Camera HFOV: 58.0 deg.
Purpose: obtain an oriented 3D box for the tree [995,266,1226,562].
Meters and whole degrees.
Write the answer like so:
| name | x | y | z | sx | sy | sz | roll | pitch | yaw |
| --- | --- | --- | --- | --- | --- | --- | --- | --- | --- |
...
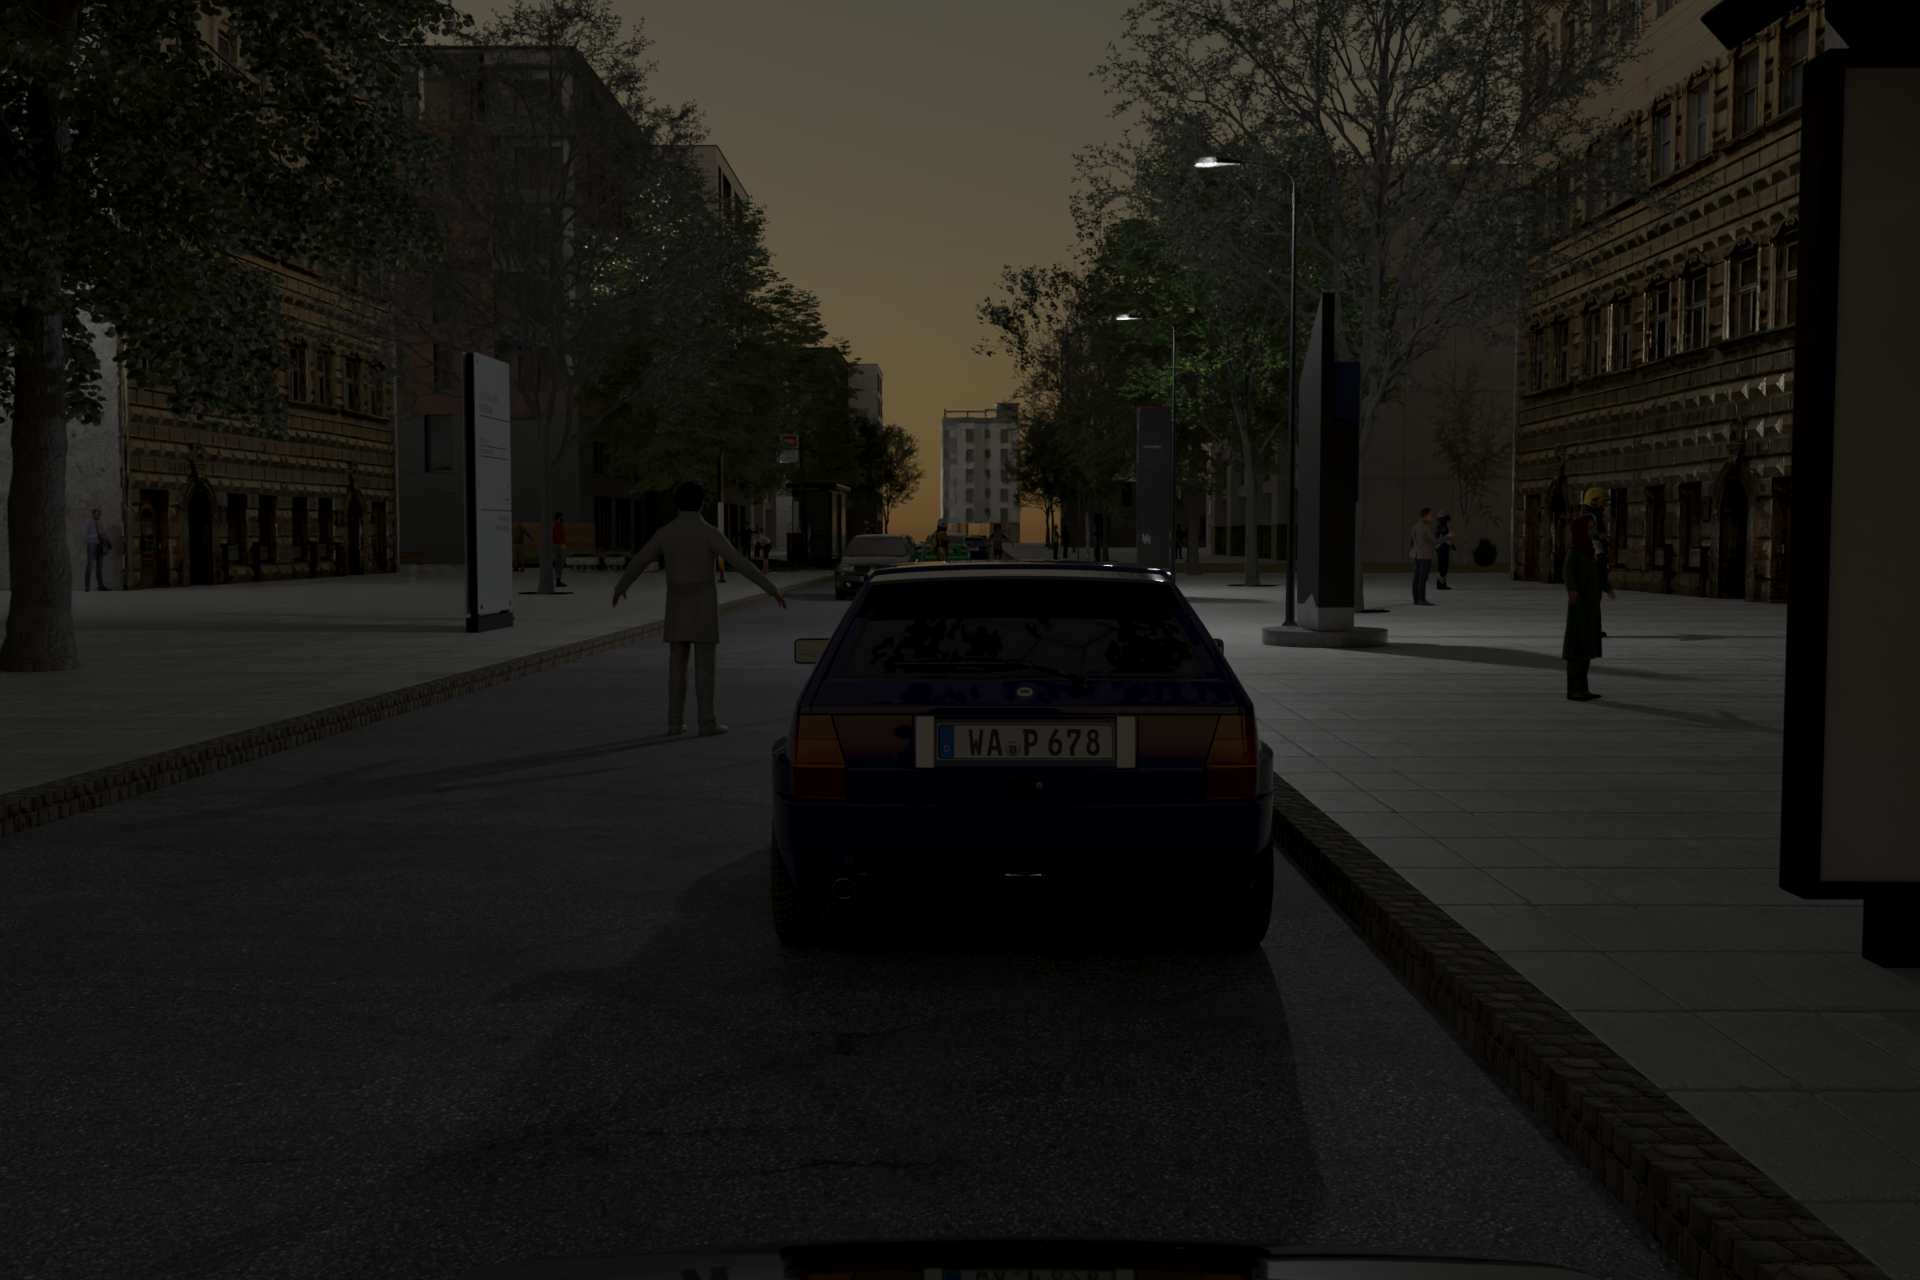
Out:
| name | x | y | z | sx | sy | sz | roll | pitch | yaw |
| --- | --- | --- | --- | --- | --- | --- | --- | --- | --- |
| tree | 6.701 | -10.375 | 80.005 | 12.009 | 13.543 | 11.850 | 0 | 3 | 0 |

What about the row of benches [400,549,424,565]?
| name | x | y | z | sx | sy | sz | roll | pitch | yaw |
| --- | --- | --- | --- | --- | --- | --- | --- | --- | --- |
| row of benches | -23.762 | -3.365 | 70.487 | 4.104 | 0.672 | 1.422 | -3 | 4 | -38 |

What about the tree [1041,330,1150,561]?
| name | x | y | z | sx | sy | sz | roll | pitch | yaw |
| --- | --- | --- | --- | --- | --- | --- | --- | --- | --- |
| tree | 4.770 | -6.863 | 62.577 | 4.737 | 8.622 | 4.395 | 0 | 3 | 0 |

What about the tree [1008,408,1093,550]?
| name | x | y | z | sx | sy | sz | roll | pitch | yaw |
| --- | --- | --- | --- | --- | --- | --- | --- | --- | --- |
| tree | 7.497 | -13.203 | 141.631 | 9.928 | 11.665 | 9.643 | 0 | 3 | 0 |

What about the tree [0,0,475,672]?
| name | x | y | z | sx | sy | sz | roll | pitch | yaw |
| --- | --- | --- | --- | --- | --- | --- | --- | --- | --- |
| tree | -8.765 | -6.694 | 16.095 | 9.857 | 13.997 | 8.962 | 0 | 3 | 0 |

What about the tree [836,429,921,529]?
| name | x | y | z | sx | sy | sz | roll | pitch | yaw |
| --- | --- | --- | --- | --- | --- | --- | --- | --- | --- |
| tree | -7.420 | -12.758 | 143.008 | 8.767 | 10.594 | 7.601 | -1 | 4 | -13 |

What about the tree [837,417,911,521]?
| name | x | y | z | sx | sy | sz | roll | pitch | yaw |
| --- | --- | --- | --- | --- | --- | --- | --- | --- | --- |
| tree | -7.340 | -12.001 | 130.623 | 7.601 | 10.594 | 8.767 | -2 | 4 | -25 |

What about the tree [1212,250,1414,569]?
| name | x | y | z | sx | sy | sz | roll | pitch | yaw |
| --- | --- | --- | --- | --- | --- | --- | --- | --- | --- |
| tree | 12.764 | -8.403 | 63.146 | 9.928 | 11.665 | 9.643 | 0 | 3 | 0 |

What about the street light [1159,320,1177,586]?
| name | x | y | z | sx | sy | sz | roll | pitch | yaw |
| --- | --- | --- | --- | --- | --- | --- | --- | --- | --- |
| street light | 5.062 | -3.919 | 36.621 | 1.470 | 5.913 | 1.316 | 0 | 4 | 1 |

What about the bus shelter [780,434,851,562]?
| name | x | y | z | sx | sy | sz | roll | pitch | yaw |
| --- | --- | --- | --- | --- | --- | --- | --- | --- | --- |
| bus shelter | -6.067 | -5.797 | 72.415 | 2.179 | 5.291 | 8.768 | 0 | 4 | 2 |

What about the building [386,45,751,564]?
| name | x | y | z | sx | sy | sz | roll | pitch | yaw |
| --- | --- | --- | --- | --- | --- | --- | --- | --- | --- |
| building | -26.663 | -14.993 | 89.106 | 27.936 | 21.610 | 32.646 | 0 | 4 | 0 |

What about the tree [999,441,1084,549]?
| name | x | y | z | sx | sy | sz | roll | pitch | yaw |
| --- | --- | --- | --- | --- | --- | --- | --- | --- | --- |
| tree | 7.557 | -13.261 | 151.222 | 7.601 | 10.594 | 8.767 | 2 | 4 | 30 |

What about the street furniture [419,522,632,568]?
| name | x | y | z | sx | sy | sz | roll | pitch | yaw |
| --- | --- | --- | --- | --- | --- | --- | --- | --- | --- |
| street furniture | -15.578 | -3.719 | 67.659 | 11.010 | 1.723 | 9.812 | -1 | 4 | -12 |

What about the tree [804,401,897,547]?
| name | x | y | z | sx | sy | sz | roll | pitch | yaw |
| --- | --- | --- | --- | --- | --- | --- | --- | --- | --- |
| tree | -8.071 | -11.307 | 119.281 | 8.767 | 10.594 | 7.601 | 1 | 4 | 17 |

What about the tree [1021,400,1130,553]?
| name | x | y | z | sx | sy | sz | roll | pitch | yaw |
| --- | --- | --- | --- | --- | --- | --- | --- | --- | --- |
| tree | 7.975 | -11.254 | 118.415 | 8.767 | 10.594 | 7.601 | 2 | 4 | 27 |

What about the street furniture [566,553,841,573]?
| name | x | y | z | sx | sy | sz | roll | pitch | yaw |
| --- | --- | --- | --- | --- | --- | --- | --- | --- | --- |
| street furniture | -8.647 | -2.692 | 59.639 | 10.072 | 0.657 | 5.734 | 0 | 4 | 4 |

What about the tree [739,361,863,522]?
| name | x | y | z | sx | sy | sz | roll | pitch | yaw |
| --- | --- | --- | --- | --- | --- | --- | --- | --- | --- |
| tree | -8.390 | -9.467 | 89.194 | 7.601 | 10.594 | 8.767 | 1 | 4 | 12 |

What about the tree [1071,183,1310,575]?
| name | x | y | z | sx | sy | sz | roll | pitch | yaw |
| --- | --- | --- | --- | --- | --- | --- | --- | --- | --- |
| tree | 7.339 | -8.280 | 53.506 | 7.486 | 12.596 | 7.792 | 0 | 3 | 0 |

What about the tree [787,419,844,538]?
| name | x | y | z | sx | sy | sz | roll | pitch | yaw |
| --- | --- | --- | --- | --- | --- | --- | --- | --- | --- |
| tree | -8.368 | -9.178 | 100.418 | 4.737 | 8.622 | 4.395 | 0 | 3 | 0 |

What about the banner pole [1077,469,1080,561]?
| name | x | y | z | sx | sy | sz | roll | pitch | yaw |
| --- | --- | --- | --- | --- | --- | --- | --- | --- | --- |
| banner pole | 4.571 | -4.684 | 66.600 | 0.401 | 3.779 | 0.863 | 0 | 4 | 0 |

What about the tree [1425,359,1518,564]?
| name | x | y | z | sx | sy | sz | roll | pitch | yaw |
| --- | --- | --- | --- | --- | --- | --- | --- | --- | --- |
| tree | 21.216 | -7.503 | 73.037 | 4.360 | 8.622 | 3.978 | 0 | 3 | 0 |

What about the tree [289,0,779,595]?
| name | x | y | z | sx | sy | sz | roll | pitch | yaw |
| --- | --- | --- | --- | --- | --- | --- | --- | --- | --- |
| tree | -8.742 | -7.721 | 36.608 | 12.009 | 13.543 | 11.850 | 0 | 3 | 0 |

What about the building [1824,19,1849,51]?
| name | x | y | z | sx | sy | sz | roll | pitch | yaw |
| --- | --- | --- | --- | --- | --- | --- | --- | --- | --- |
| building | 22.363 | -8.941 | 12.648 | 16.747 | 18.905 | 31.486 | 0 | 4 | 1 |

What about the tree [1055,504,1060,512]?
| name | x | y | z | sx | sy | sz | roll | pitch | yaw |
| --- | --- | --- | --- | --- | --- | --- | --- | --- | --- |
| tree | 17.237 | -19.967 | 252.207 | 9.928 | 11.665 | 9.643 | 0 | 3 | 0 |

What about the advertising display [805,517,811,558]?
| name | x | y | z | sx | sy | sz | roll | pitch | yaw |
| --- | --- | --- | --- | --- | --- | --- | --- | --- | --- |
| advertising display | -5.925 | -3.809 | 67.483 | 0.123 | 1.923 | 0.974 | 0 | 4 | 3 |

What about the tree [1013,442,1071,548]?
| name | x | y | z | sx | sy | sz | roll | pitch | yaw |
| --- | --- | --- | --- | --- | --- | --- | --- | --- | --- |
| tree | 8.314 | -14.502 | 162.858 | 9.928 | 11.665 | 9.643 | 0 | 3 | 0 |

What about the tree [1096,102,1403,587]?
| name | x | y | z | sx | sy | sz | roll | pitch | yaw |
| --- | --- | --- | --- | --- | --- | --- | --- | --- | --- |
| tree | 7.040 | -7.119 | 42.158 | 9.928 | 11.665 | 9.643 | 0 | 3 | 0 |

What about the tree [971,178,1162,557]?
| name | x | y | z | sx | sy | sz | roll | pitch | yaw |
| --- | --- | --- | --- | --- | --- | --- | --- | --- | --- |
| tree | 6.715 | -14.640 | 95.261 | 12.611 | 20.169 | 13.585 | 0 | 3 | 0 |

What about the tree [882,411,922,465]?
| name | x | y | z | sx | sy | sz | roll | pitch | yaw |
| --- | --- | --- | --- | --- | --- | --- | --- | --- | --- |
| tree | -11.844 | -24.324 | 253.591 | 12.611 | 20.169 | 13.585 | 0 | 3 | 0 |

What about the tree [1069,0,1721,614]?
| name | x | y | z | sx | sy | sz | roll | pitch | yaw |
| --- | --- | --- | --- | --- | --- | --- | --- | --- | --- |
| tree | 6.531 | -7.186 | 27.867 | 12.009 | 13.543 | 11.850 | 0 | 3 | 0 |

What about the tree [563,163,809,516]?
| name | x | y | z | sx | sy | sz | roll | pitch | yaw |
| --- | --- | --- | --- | --- | --- | --- | --- | --- | --- |
| tree | -8.523 | -8.282 | 53.543 | 7.486 | 12.596 | 7.792 | 0 | 3 | 0 |

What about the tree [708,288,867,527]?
| name | x | y | z | sx | sy | sz | roll | pitch | yaw |
| --- | --- | --- | --- | --- | --- | --- | --- | --- | --- |
| tree | -8.100 | -9.942 | 80.679 | 7.486 | 12.596 | 7.792 | 0 | 3 | 0 |

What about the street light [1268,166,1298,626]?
| name | x | y | z | sx | sy | sz | roll | pitch | yaw |
| --- | --- | --- | --- | --- | --- | --- | --- | --- | --- |
| street light | 4.654 | -2.989 | 21.405 | 1.470 | 5.913 | 1.316 | 0 | 4 | 1 |

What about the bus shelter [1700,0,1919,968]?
| name | x | y | z | sx | sy | sz | roll | pitch | yaw |
| --- | --- | --- | --- | --- | --- | --- | --- | --- | --- |
| bus shelter | 3.207 | -0.529 | 2.569 | 2.014 | 3.302 | 5.546 | 0 | 4 | 1 |

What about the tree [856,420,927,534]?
| name | x | y | z | sx | sy | sz | roll | pitch | yaw |
| --- | --- | --- | --- | --- | --- | --- | --- | --- | --- |
| tree | -6.644 | -14.067 | 155.753 | 9.928 | 11.665 | 9.643 | 0 | 3 | 0 |

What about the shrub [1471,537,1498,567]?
| name | x | y | z | sx | sy | sz | roll | pitch | yaw |
| --- | --- | --- | --- | --- | --- | --- | --- | --- | --- |
| shrub | 20.307 | -3.420 | 67.033 | 1.383 | 1.207 | 1.383 | 0 | 3 | 0 |

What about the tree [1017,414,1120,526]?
| name | x | y | z | sx | sy | sz | roll | pitch | yaw |
| --- | --- | --- | --- | --- | --- | --- | --- | --- | --- |
| tree | 8.123 | -12.026 | 131.045 | 8.767 | 10.594 | 7.601 | 1 | 4 | 14 |

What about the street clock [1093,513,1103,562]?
| name | x | y | z | sx | sy | sz | roll | pitch | yaw |
| --- | --- | --- | --- | --- | --- | --- | --- | --- | --- |
| street clock | 4.685 | -3.322 | 58.879 | 0.358 | 2.002 | 0.471 | 0 | 4 | 1 |

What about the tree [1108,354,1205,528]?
| name | x | y | z | sx | sy | sz | roll | pitch | yaw |
| --- | --- | --- | --- | --- | --- | --- | --- | --- | --- |
| tree | 8.071 | -7.370 | 70.860 | 4.360 | 8.622 | 3.978 | 0 | 3 | 0 |

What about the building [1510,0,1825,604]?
| name | x | y | z | sx | sy | sz | roll | pitch | yaw |
| --- | --- | --- | --- | --- | --- | --- | --- | --- | --- |
| building | 24.244 | -12.654 | 37.821 | 19.493 | 23.208 | 18.063 | 0 | 4 | 1 |
